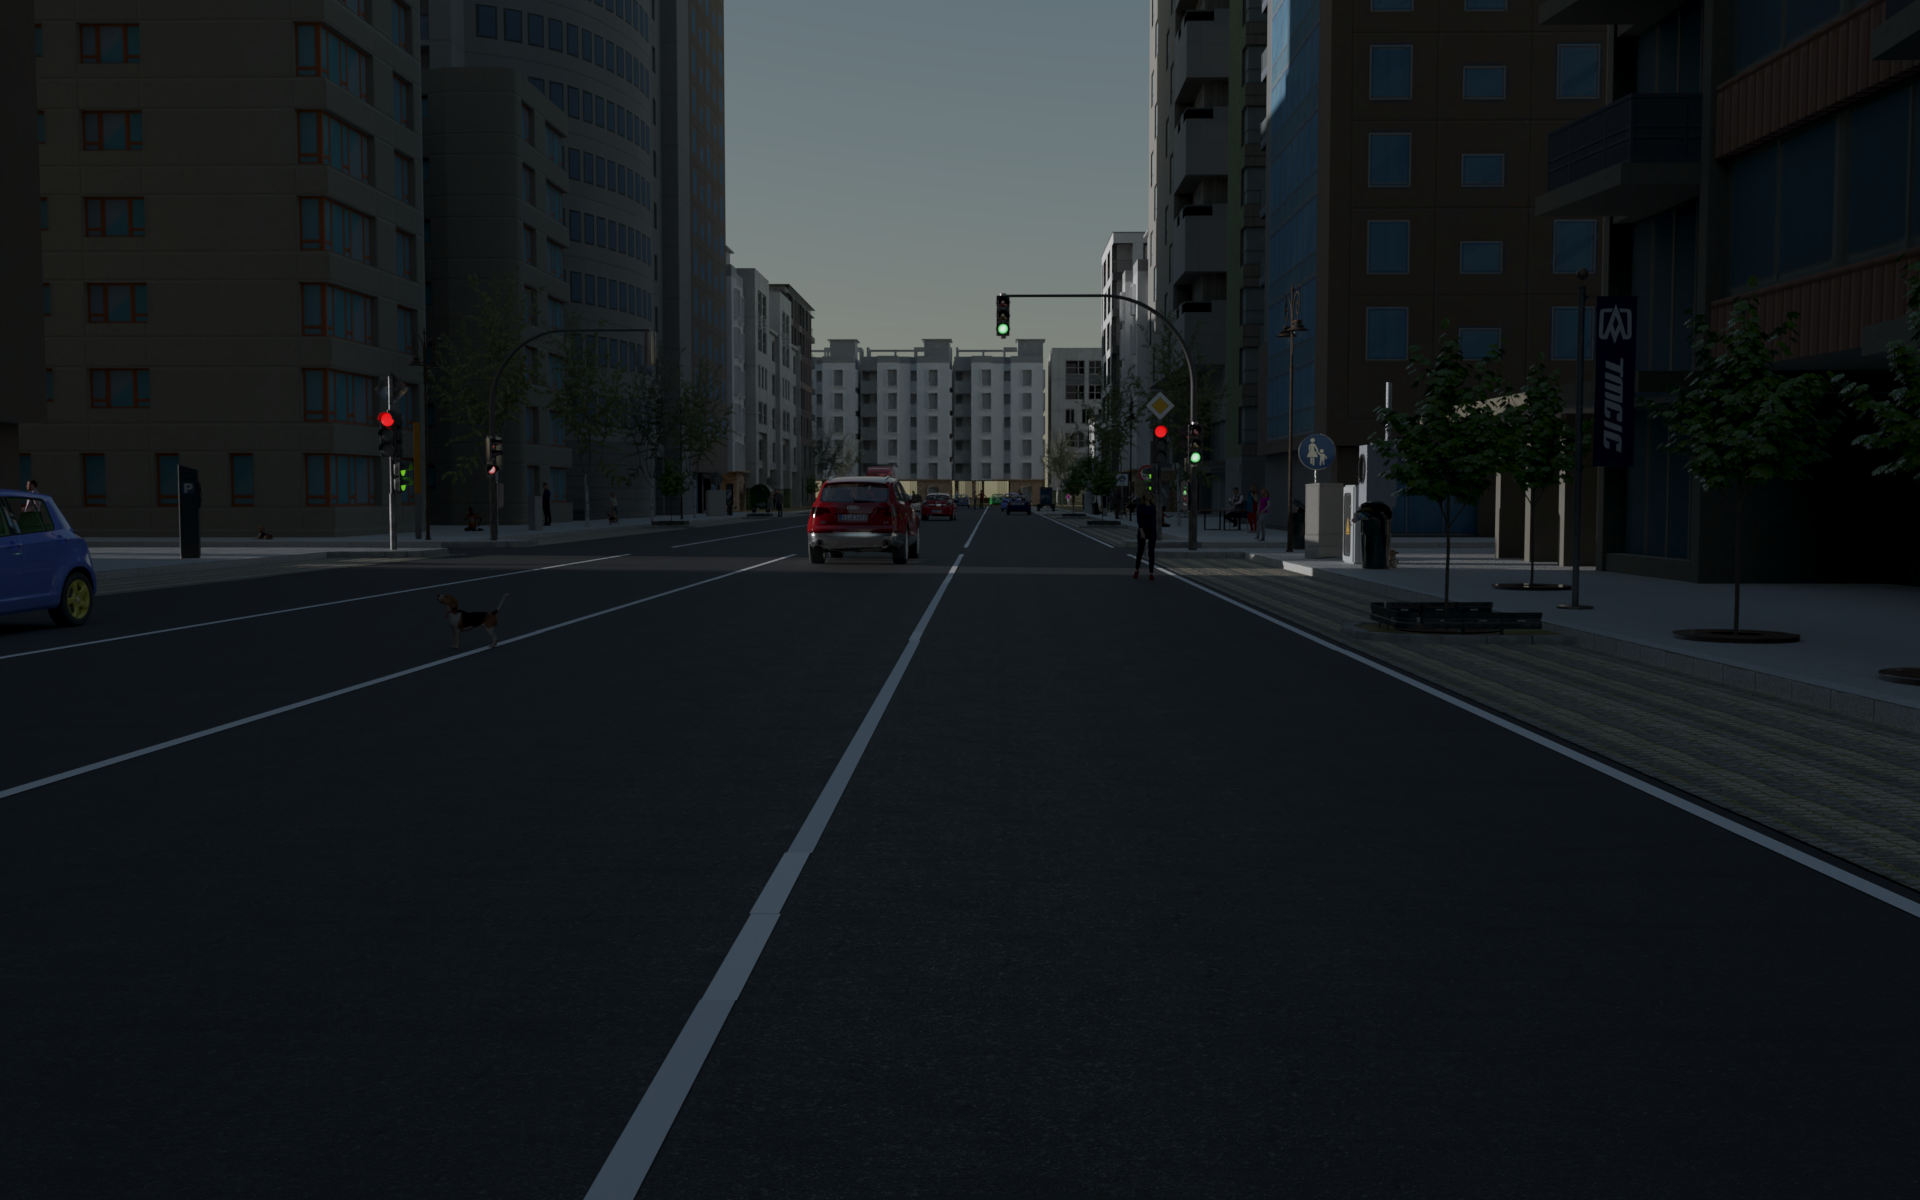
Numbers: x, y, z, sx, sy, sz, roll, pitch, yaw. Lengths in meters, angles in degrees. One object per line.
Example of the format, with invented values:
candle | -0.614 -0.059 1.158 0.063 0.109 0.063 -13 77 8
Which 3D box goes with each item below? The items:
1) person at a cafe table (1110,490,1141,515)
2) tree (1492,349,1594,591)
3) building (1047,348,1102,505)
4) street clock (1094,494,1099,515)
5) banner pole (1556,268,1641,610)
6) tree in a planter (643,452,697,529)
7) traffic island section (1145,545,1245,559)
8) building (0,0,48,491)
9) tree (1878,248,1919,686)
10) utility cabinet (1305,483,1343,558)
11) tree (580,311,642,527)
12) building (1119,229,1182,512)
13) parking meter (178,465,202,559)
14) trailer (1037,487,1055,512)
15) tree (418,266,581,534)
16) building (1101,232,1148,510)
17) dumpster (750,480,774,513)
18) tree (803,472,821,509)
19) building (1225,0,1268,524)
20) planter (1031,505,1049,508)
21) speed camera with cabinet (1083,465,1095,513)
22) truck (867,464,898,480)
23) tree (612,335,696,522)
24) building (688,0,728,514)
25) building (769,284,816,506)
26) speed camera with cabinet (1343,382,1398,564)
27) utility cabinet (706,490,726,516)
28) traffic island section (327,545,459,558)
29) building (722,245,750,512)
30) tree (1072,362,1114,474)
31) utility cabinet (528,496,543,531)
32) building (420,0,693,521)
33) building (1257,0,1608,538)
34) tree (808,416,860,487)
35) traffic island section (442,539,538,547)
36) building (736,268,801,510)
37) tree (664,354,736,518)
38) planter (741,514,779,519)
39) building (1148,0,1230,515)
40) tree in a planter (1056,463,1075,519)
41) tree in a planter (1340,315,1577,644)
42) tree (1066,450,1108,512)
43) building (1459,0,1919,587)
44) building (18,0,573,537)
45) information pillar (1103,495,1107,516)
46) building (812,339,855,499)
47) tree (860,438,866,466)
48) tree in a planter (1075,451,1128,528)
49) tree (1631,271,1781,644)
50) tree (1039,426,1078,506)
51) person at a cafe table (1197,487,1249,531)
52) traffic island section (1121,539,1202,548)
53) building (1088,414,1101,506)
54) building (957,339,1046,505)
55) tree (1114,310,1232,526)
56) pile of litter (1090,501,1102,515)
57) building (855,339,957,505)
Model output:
person at a cafe table | 10.467 -6.052 107.461 1.622 1.524 1.698 -2 4 -33
tree | 7.822 -1.752 23.241 1.663 3.219 1.824 0 3 0
building | 26.970 -21.466 217.428 31.486 18.905 16.747 0 4 1
street clock | 8.377 -6.214 106.166 0.358 2.002 0.471 3 5 41
banner pole | 7.127 -1.792 19.313 0.863 3.779 0.401 0 4 -2
tree in a planter | -12.096 -4.602 72.465 1.991 3.239 1.994 0 4 1
traffic island section | 5.326 -1.057 39.564 2.009 0.180 2.903 0 4 1
building | -25.787 -23.066 27.247 14.200 45.320 14.600 0 4 1
tree | 6.715 -1.047 11.720 1.663 3.219 1.824 0 3 0
utility cabinet | 7.294 -1.593 34.732 0.318 1.500 1.173 2 4 35
tree | -14.562 -7.172 67.626 4.737 8.622 4.395 0 3 0
building | 20.060 -16.677 129.090 16.016 20.091 11.380 0 4 1
parking meter | -15.329 -1.761 34.500 0.399 1.863 0.255 -1 4 -17
trailer | 7.030 -8.249 141.924 1.471 1.999 3.904 0 4 1
tree | -15.192 -6.467 56.104 4.737 8.622 4.395 0 3 0
building | 26.127 -18.786 151.124 27.936 21.610 32.646 0 4 1
dumpster | -13.584 -7.087 118.373 1.502 2.255 1.985 0 4 1
tree | -12.998 -9.548 150.716 1.663 3.219 1.824 0 3 0
building | 19.157 -24.210 79.420 14.154 41.232 14.086 0 4 1
planter | 8.071 -9.489 176.279 1.991 0.319 1.994 0 4 1
speed camera with cabinet | 8.862 -7.624 118.995 0.660 3.252 2.038 0 4 -4
truck | -7.396 -10.742 164.549 2.839 4.237 11.283 0 4 1
tree | -14.353 -7.957 80.460 4.360 8.622 3.978 0 3 0
building | -23.540 -28.424 114.836 14.600 45.320 14.200 0 4 1
building | -32.588 -20.716 182.685 32.646 21.610 27.936 0 4 1
speed camera with cabinet | 7.444 -2.272 31.486 0.660 3.252 2.038 0 4 2
utility cabinet | -14.030 -5.559 99.562 1.173 1.500 0.318 -3 5 -40
traffic island section | -13.071 -1.080 39.938 2.009 0.180 2.903 0 4 1
building | -24.308 -16.730 129.954 16.016 20.091 11.380 0 4 1
tree | 8.311 -8.789 94.062 4.737 8.622 4.395 0 3 0
utility cabinet | -15.028 -3.068 61.320 0.306 1.237 1.020 -2 4 -26
building | -27.456 -33.683 92.716 21.231 58.520 28.212 0 4 1
building | 17.973 -24.844 56.307 14.200 45.320 14.600 0 4 1
tree | -12.456 -12.924 161.667 4.360 8.622 3.978 0 3 0
traffic island section | -12.911 -1.568 47.921 2.009 0.180 2.903 0 4 1
building | -24.067 -17.438 151.565 16.747 18.905 31.486 0 4 1
tree | -14.035 -8.658 91.915 4.737 8.622 4.395 0 3 0
planter | -11.529 -4.832 100.136 1.991 0.319 1.994 0 4 1
building | 26.331 -31.708 107.667 28.713 52.752 27.495 0 4 1
tree in a planter | 6.549 -6.271 99.753 1.991 3.239 1.994 0 4 1
tree in a planter | 4.891 -1.228 17.304 1.991 3.239 1.994 0 4 1
tree | 9.443 -8.683 125.687 4.285 4.588 4.351 0 3 0
building | 20.133 -22.396 20.794 22.147 44.769 28.867 0 4 1
building | -31.999 -13.467 65.224 27.650 21.520 28.899 0 4 1
information pillar | 8.447 -5.914 101.188 0.304 2.012 0.304 0 4 5
building | -18.044 -22.106 217.853 11.380 20.091 16.016 0 4 1
tree | -12.720 -14.885 193.737 4.360 8.622 3.978 0 3 0
tree in a planter | 5.991 -4.610 72.589 1.991 3.239 1.994 0 4 1
tree | 6.854 -1.254 15.104 1.663 3.219 1.824 0 3 0
tree | 10.871 -14.892 193.853 4.360 8.622 3.978 0 3 0
person at a cafe table | 9.579 -3.252 61.684 1.622 1.524 1.698 -2 4 -33
traffic island section | 5.487 -1.545 47.547 2.009 0.180 2.903 0 4 1
building | 18.780 -14.667 181.944 9.099 9.664 28.070 0 4 1
building | 4.825 -22.087 217.541 11.380 20.091 16.016 0 4 1
tree | 8.728 -7.237 68.694 4.737 8.622 4.395 0 3 0
pile of litter | 8.729 -5.820 109.127 1.176 0.858 1.719 0 4 2
building | -6.560 -22.078 217.401 11.380 20.091 16.016 0 4 1
